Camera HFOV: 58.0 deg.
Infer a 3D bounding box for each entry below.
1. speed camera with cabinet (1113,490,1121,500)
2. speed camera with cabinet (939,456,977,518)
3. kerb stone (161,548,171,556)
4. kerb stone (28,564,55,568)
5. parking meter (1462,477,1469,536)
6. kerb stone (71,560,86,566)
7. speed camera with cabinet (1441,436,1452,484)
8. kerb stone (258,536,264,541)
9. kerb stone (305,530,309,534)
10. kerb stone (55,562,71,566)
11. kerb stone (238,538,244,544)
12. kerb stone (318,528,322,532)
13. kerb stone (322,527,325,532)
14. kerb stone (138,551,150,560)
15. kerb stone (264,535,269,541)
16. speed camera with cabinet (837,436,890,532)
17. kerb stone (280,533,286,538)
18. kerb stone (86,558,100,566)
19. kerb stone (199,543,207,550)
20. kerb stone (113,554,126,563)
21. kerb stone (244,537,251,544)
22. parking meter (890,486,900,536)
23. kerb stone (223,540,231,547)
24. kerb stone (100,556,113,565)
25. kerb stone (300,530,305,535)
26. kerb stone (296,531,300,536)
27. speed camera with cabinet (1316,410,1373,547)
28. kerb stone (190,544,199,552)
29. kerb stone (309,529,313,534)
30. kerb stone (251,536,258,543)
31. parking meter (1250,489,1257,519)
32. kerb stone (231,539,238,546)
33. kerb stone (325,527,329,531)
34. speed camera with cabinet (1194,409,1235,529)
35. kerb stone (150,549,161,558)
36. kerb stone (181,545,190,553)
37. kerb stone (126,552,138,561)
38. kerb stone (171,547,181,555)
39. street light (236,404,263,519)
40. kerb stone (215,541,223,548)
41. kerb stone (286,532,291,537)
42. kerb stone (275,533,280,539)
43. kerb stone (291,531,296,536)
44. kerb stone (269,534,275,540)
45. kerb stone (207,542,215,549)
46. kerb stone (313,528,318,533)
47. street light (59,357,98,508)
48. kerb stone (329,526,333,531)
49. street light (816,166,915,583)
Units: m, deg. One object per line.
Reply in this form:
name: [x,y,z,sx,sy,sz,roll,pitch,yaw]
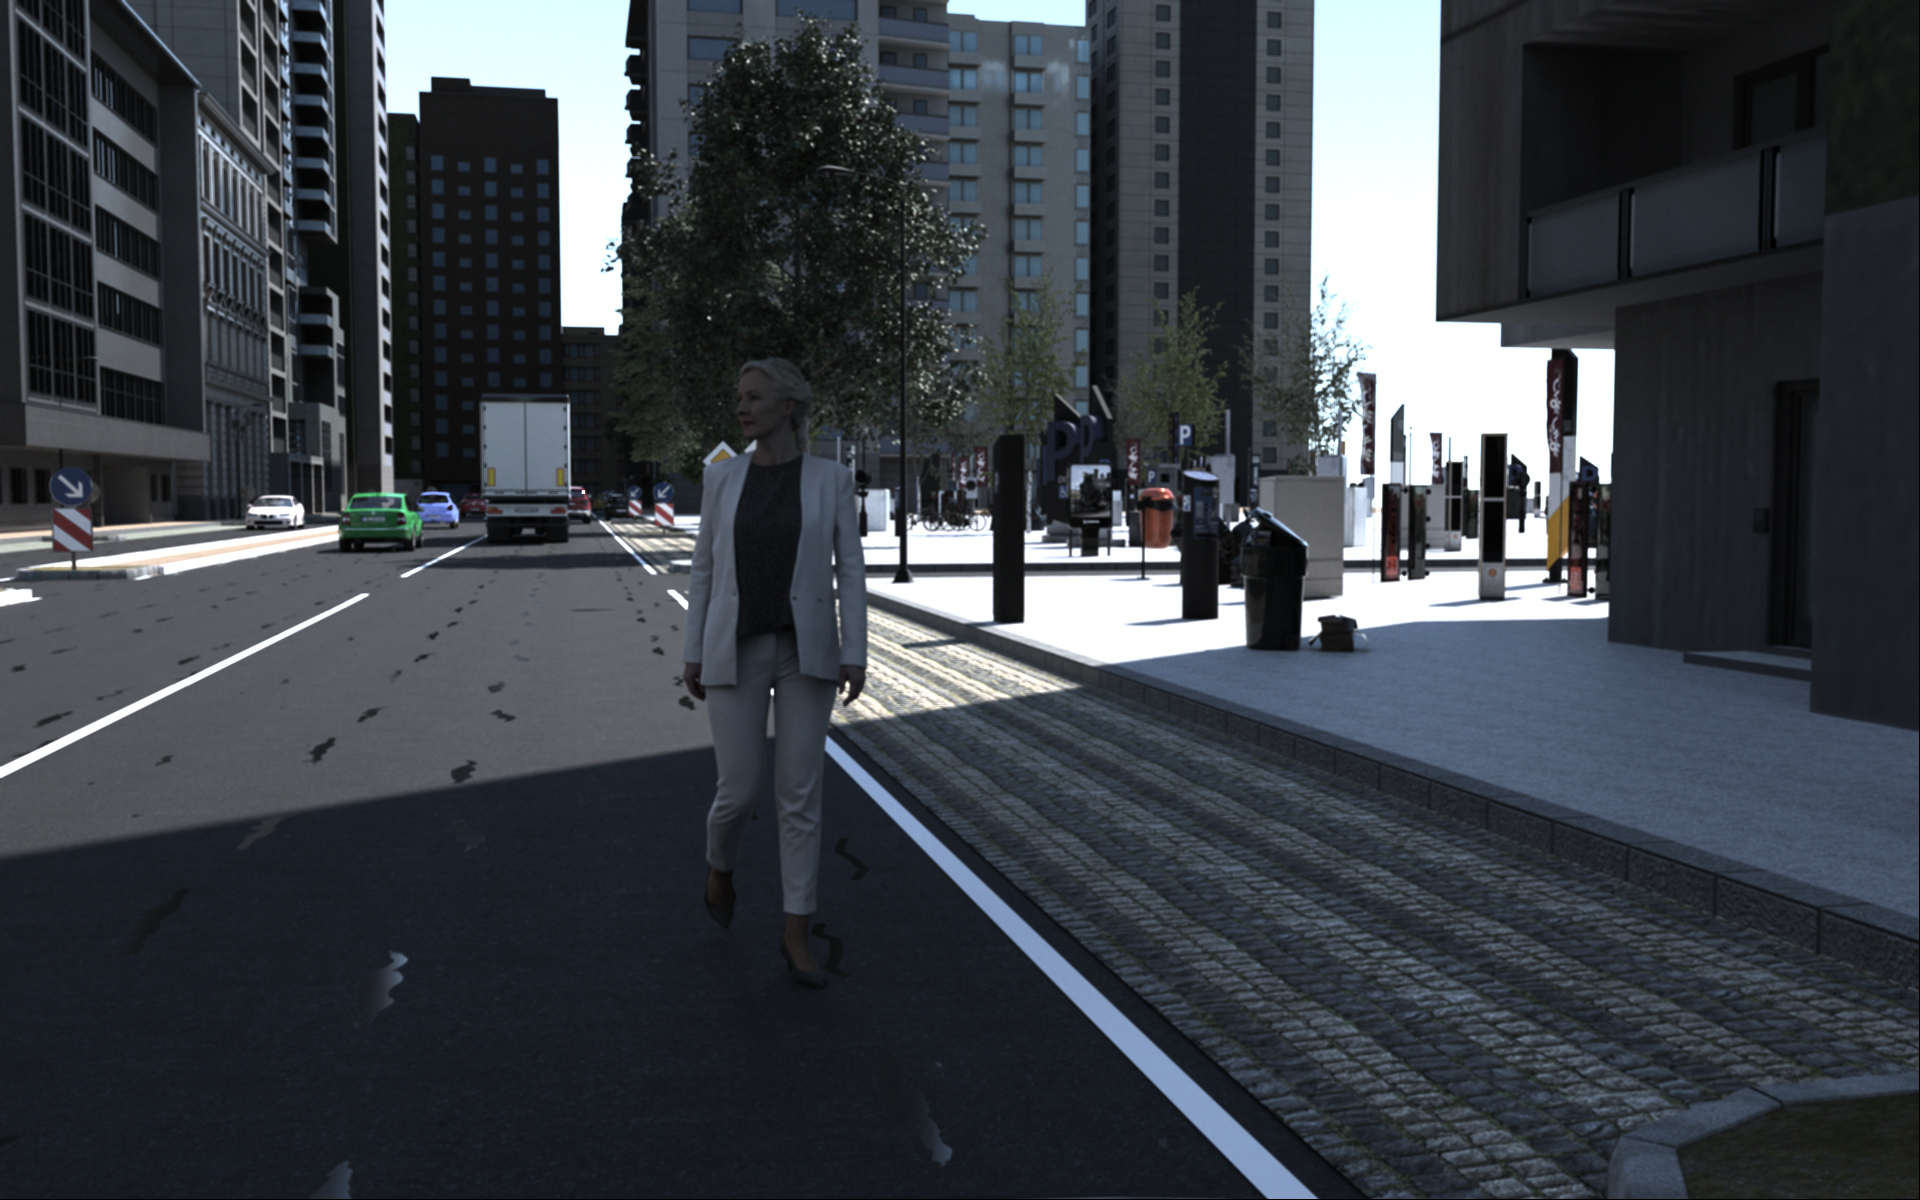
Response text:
speed camera with cabinet: [6.249,-5.120,78.045,2.038,3.252,0.660,-2,4,-23]
speed camera with cabinet: [-0.108,-5.908,90.938,2.038,3.252,0.660,0,4,1]
kerb stone: [-18.401,-1.081,39.871,0.120,0.150,1.000,-1,4,-13]
kerb stone: [-16.387,-0.526,30.850,0.120,0.150,1.000,-1,4,-13]
parking meter: [15.281,-2.883,52.848,0.255,1.863,0.399,-3,4,-36]
kerb stone: [-16.836,-0.648,32.848,0.120,0.150,1.000,-1,4,-13]
speed camera with cabinet: [16.312,-4.008,59.860,0.660,3.252,2.038,-1,4,-23]
kerb stone: [-21.096,-1.817,51.897,0.120,0.150,1.000,-1,4,-13]
kerb stone: [-23.110,-2.360,60.907,0.120,0.150,1.000,-1,4,-13]
kerb stone: [-16.606,-0.590,31.848,0.120,0.150,1.000,-1,4,-13]
kerb stone: [-20.435,-1.633,48.901,0.120,0.150,1.000,-1,4,-13]
kerb stone: [-23.785,-2.544,63.913,0.120,0.150,1.000,-1,4,-13]
kerb stone: [-24.018,-2.610,64.910,0.120,0.150,1.000,-1,4,-13]
kerb stone: [-17.957,-0.958,37.864,0.120,0.150,1.000,-1,4,-13]
kerb stone: [-21.320,-1.878,52.895,0.120,0.150,1.000,-1,4,-13]
speed camera with cabinet: [-3.459,-3.989,59.549,2.038,3.252,0.660,1,4,12]
kerb stone: [-21.989,-2.062,55.905,0.120,0.150,1.000,-1,4,-13]
kerb stone: [-17.052,-0.713,33.847,0.120,0.150,1.000,-1,4,-13]
kerb stone: [-19.297,-1.326,43.875,0.120,0.150,1.000,-1,4,-13]
kerb stone: [-17.502,-0.825,35.842,0.120,0.150,1.000,-1,4,-13]
kerb stone: [-20.651,-1.690,49.901,0.120,0.150,1.000,-1,4,-13]
parking meter: [-1.793,-2.698,52.516,0.372,1.533,0.369,0,3,0]
kerb stone: [-19.975,-1.510,46.887,0.120,0.150,1.000,-1,4,-13]
kerb stone: [-17.284,-0.769,34.843,0.120,0.150,1.000,-1,4,-13]
kerb stone: [-22.884,-2.305,59.901,0.120,0.150,1.000,-1,4,-13]
kerb stone: [-22.667,-2.244,58.901,0.120,0.150,1.000,-1,4,-13]
speed camera with cabinet: [9.169,-2.890,41.586,0.660,3.252,2.038,2,4,32]
kerb stone: [-19.082,-1.265,42.876,0.120,0.150,1.000,-1,4,-13]
kerb stone: [-23.343,-2.422,61.904,0.120,0.150,1.000,-1,4,-13]
kerb stone: [-20.869,-1.756,50.899,0.120,0.150,1.000,-1,4,-13]
parking meter: [15.314,-5.011,90.346,0.372,1.533,0.369,0,3,0]
kerb stone: [-20.197,-1.566,47.894,0.120,0.150,1.000,-1,4,-13]
kerb stone: [-24.237,-2.674,65.913,0.120,0.150,1.000,-1,4,-13]
speed camera with cabinet: [6.006,-2.869,41.242,0.660,3.252,2.038,0,4,-6]
kerb stone: [-18.177,-1.014,38.870,0.120,0.150,1.000,-1,4,-13]
kerb stone: [-18.857,-1.204,41.879,0.120,0.150,1.000,-1,4,-13]
kerb stone: [-17.729,-0.897,36.854,0.120,0.150,1.000,-1,4,-13]
kerb stone: [-18.630,-1.141,40.868,0.120,0.150,1.000,-1,4,-13]
street light: [-36.558,-7.129,89.099,1.470,5.913,1.316,-1,4,-13]
kerb stone: [-19.750,-1.449,45.890,0.120,0.150,1.000,-1,4,-13]
kerb stone: [-22.218,-2.123,56.902,0.120,0.150,1.000,-1,4,-13]
kerb stone: [-21.775,-2.001,54.906,0.120,0.150,1.000,-1,4,-13]
kerb stone: [-22.443,-2.184,57.903,0.120,0.150,1.000,-1,4,-13]
kerb stone: [-21.541,-1.933,53.894,0.120,0.150,1.000,-1,4,-13]
kerb stone: [-19.526,-1.387,44.878,0.120,0.150,1.000,-1,4,-13]
kerb stone: [-23.561,-2.490,62.915,0.120,0.150,1.000,-1,4,-13]
street light: [-29.901,-5.270,58.708,1.470,5.913,1.316,-1,4,-13]
kerb stone: [-24.457,-2.731,66.914,0.120,0.150,1.000,-1,4,-13]
street light: [-1.348,-3.197,24.813,1.470,5.913,1.316,-1,4,-13]
